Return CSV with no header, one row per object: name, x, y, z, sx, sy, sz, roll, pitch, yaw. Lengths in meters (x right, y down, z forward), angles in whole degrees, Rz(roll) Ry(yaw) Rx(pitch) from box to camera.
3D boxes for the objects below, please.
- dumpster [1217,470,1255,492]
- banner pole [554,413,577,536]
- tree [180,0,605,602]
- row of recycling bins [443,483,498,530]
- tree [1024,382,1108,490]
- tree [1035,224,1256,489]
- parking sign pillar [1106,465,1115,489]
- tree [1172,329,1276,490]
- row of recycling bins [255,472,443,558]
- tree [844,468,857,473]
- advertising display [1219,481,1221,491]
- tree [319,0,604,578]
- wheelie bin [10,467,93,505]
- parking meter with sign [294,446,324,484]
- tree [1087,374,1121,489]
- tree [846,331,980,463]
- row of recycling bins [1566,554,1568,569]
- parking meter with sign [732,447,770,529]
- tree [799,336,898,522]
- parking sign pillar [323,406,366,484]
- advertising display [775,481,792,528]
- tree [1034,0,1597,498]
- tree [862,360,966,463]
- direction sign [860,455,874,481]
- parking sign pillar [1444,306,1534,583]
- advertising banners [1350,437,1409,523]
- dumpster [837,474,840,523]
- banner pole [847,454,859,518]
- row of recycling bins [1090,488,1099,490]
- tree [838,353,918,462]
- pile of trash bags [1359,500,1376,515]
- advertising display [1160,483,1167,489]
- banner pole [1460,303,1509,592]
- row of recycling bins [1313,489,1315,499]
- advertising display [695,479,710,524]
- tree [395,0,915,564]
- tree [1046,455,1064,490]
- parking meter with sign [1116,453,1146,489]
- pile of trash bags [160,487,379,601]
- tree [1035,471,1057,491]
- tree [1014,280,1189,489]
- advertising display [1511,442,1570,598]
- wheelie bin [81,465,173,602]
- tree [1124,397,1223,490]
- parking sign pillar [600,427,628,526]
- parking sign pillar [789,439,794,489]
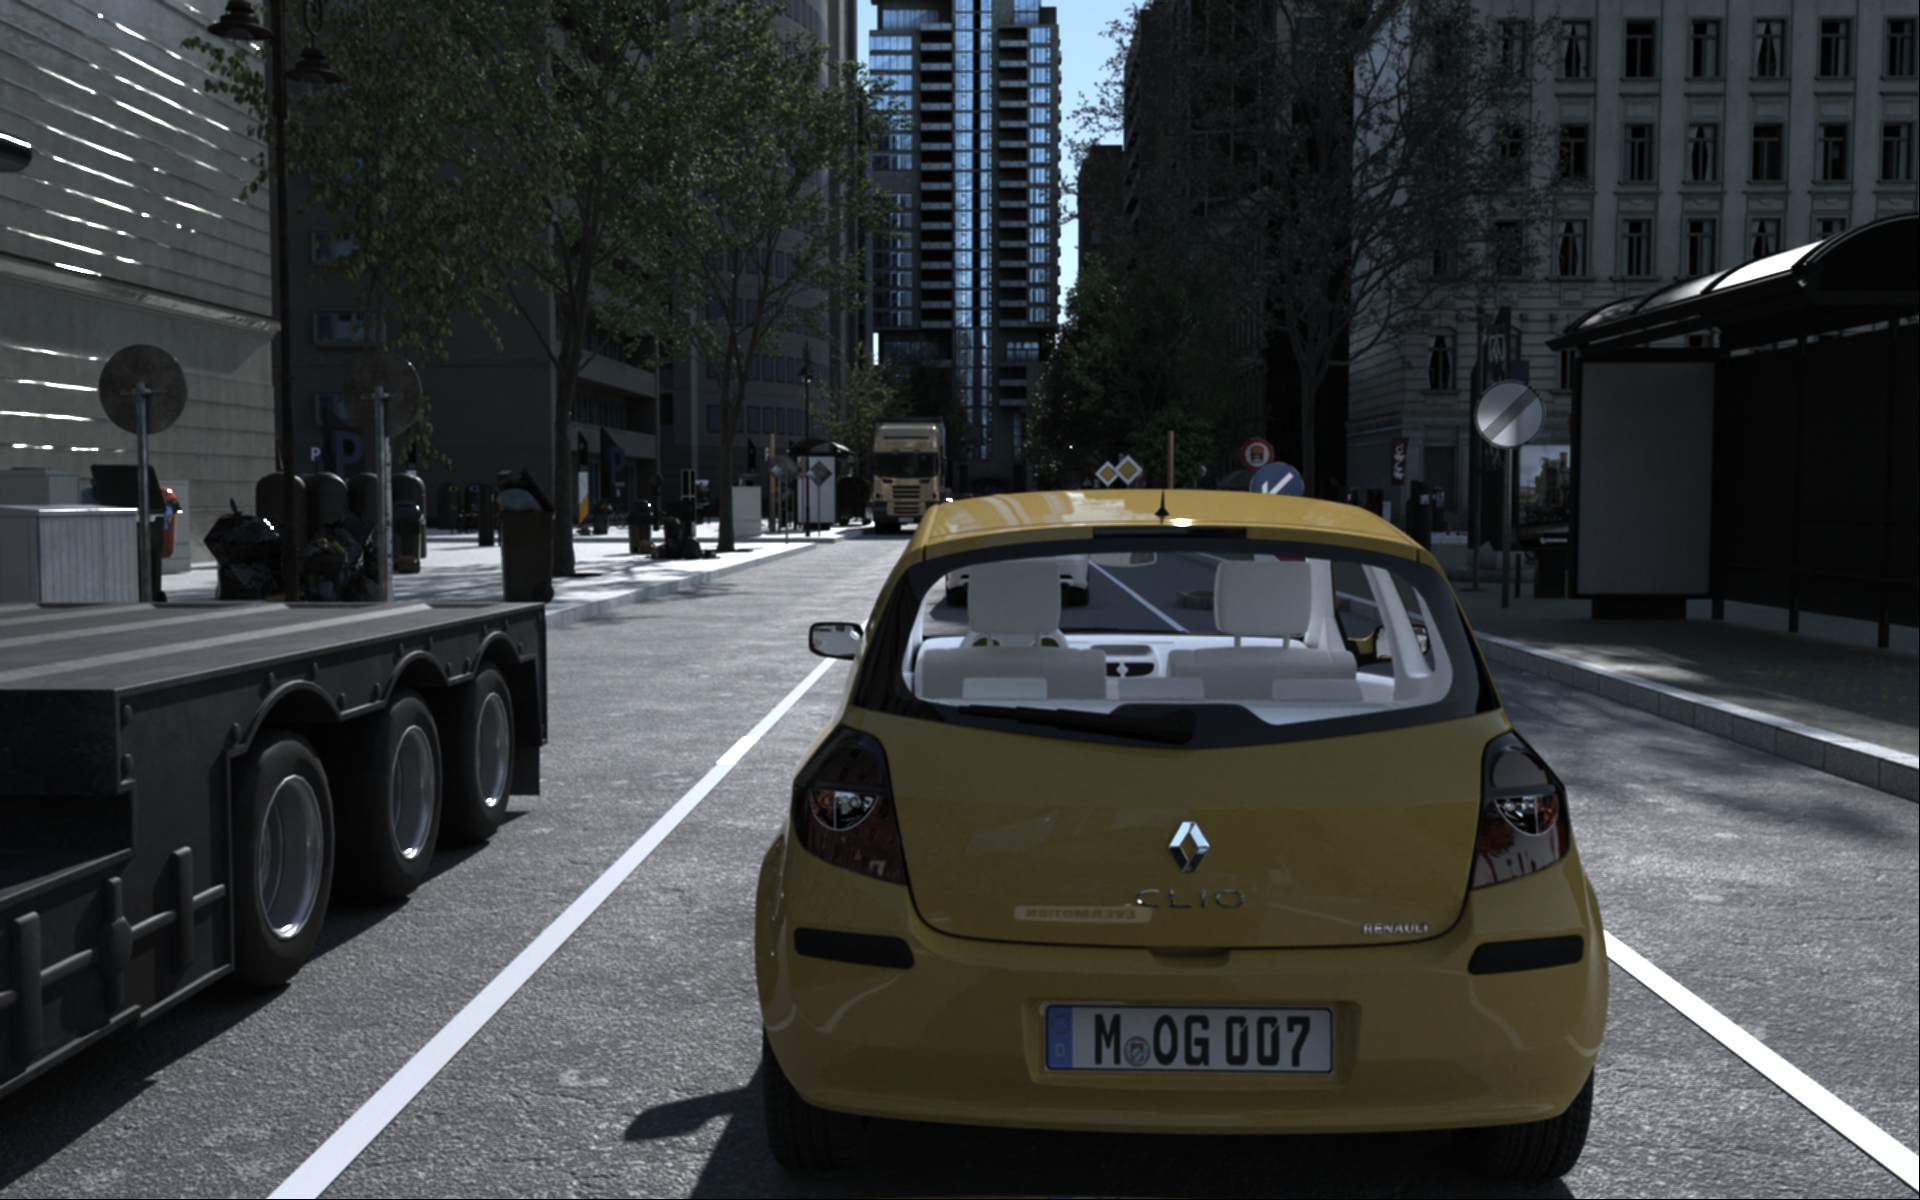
dumpster,6.925,-2.193,41.619,1.264,1.857,1.865,0,4,1
banner pole,-12.146,-3.864,53.195,0.401,3.779,0.863,2,4,33
tree,-6.194,-4.212,19.230,4.737,8.622,4.395,0,3,0
row of recycling bins,-17.203,-3.420,63.032,3.534,1.692,1.069,-1,4,-11
tree,8.969,-13.843,144.462,7.486,12.596,7.792,0,3,0
tree,7.538,-8.639,67.010,9.928,11.665,9.643,0,3,0
parking sign pillar,8.970,-6.960,102.269,1.447,3.967,1.447,1,4,11
tree,11.816,-7.799,77.882,4.737,8.622,4.395,0,3,0
row of recycling bins,-11.859,-1.612,33.472,1.069,1.692,3.534,2,4,35
tree,-6.877,-7.207,112.433,1.663,3.219,1.824,0,3,0
advertising display,13.515,-5.023,87.344,0.974,1.923,0.123,0,4,7
tree,-6.034,-6.172,26.666,9.928,11.665,9.643,0,3,0
wheelie bin,-11.179,-0.797,20.945,0.693,1.594,0.980,1,4,15
parking meter with sign,-23.805,-4.064,62.715,0.543,3.016,1.738,1,4,16
tree,8.521,-9.102,99.177,4.737,8.622,4.395,0,3,0
tree,-3.576,-13.486,130.862,12.009,13.543,11.850,0,3,0
row of recycling bins,11.303,-1.311,28.547,1.069,1.692,3.534,-1,4,-23
parking meter with sign,-7.761,-4.116,63.552,1.738,3.016,0.543,-2,4,-32
tree,-5.054,-7.952,80.375,4.360,8.622,3.978,0,3,0
parking sign pillar,-19.099,-3.995,53.796,1.447,3.967,1.447,2,4,28
advertising display,-6.794,-3.735,66.283,0.123,1.923,0.974,3,4,37
tree,6.595,-7.459,32.332,12.009,13.543,11.850,0,3,0
tree,-3.125,-11.325,119.583,7.601,10.594,8.767,-1,4,-18
direction sign,-5.440,-6.707,101.657,0.876,3.537,0.379,1,4,19
parking sign pillar,7.946,-2.272,25.617,1.447,3.967,1.447,0,4,-2
advertising banners,12.870,-3.525,53.818,2.074,3.025,0.090,1,4,22
dumpster,-5.841,-4.523,76.445,1.502,2.255,1.985,0,4,1
banner pole,-5.792,-6.391,94.516,0.863,3.779,0.401,-1,4,-12
row of recycling bins,9.470,-6.605,115.100,1.069,1.692,3.534,2,4,27
tree,-4.117,-8.522,89.698,4.737,8.622,4.395,0,3,0
pile of trash bags,27.981,-6.891,122.414,3.447,1.369,1.912,2,4,25
advertising display,10.178,-4.824,84.087,0.974,1.923,0.123,3,4,36
banner pole,6.901,-1.995,22.632,0.401,3.779,0.863,-1,4,-15
row of recycling bins,11.448,-3.440,63.362,3.534,1.692,1.069,-2,4,-23
advertising display,-11.125,-4.188,73.687,0.974,1.923,0.123,-1,4,-15
tree,-5.022,-6.874,38.145,9.928,11.665,9.643,0,3,0
tree,10.650,-15.043,196.316,4.360,8.622,3.978,0,3,0
parking meter with sign,7.460,-4.684,72.849,1.738,3.016,0.543,3,4,37
pile of trash bags,-8.891,-0.736,21.788,3.447,1.369,1.912,1,4,11
tree,10.255,-13.348,201.951,4.285,4.588,4.351,0,3,0
tree,7.559,-10.590,90.149,9.611,12.733,9.660,0,3,0
advertising display,7.287,-0.987,21.347,0.974,1.923,0.123,0,4,-8
wheelie bin,-9.038,-0.658,18.671,0.693,1.594,0.980,3,5,44
tree,7.307,-4.571,58.448,4.285,4.588,4.351,0,3,0
parking sign pillar,-14.083,-5.014,70.443,1.447,3.967,1.447,1,4,21
parking sign pillar,-7.718,-5.890,84.766,1.447,3.967,1.447,0,4,-4
